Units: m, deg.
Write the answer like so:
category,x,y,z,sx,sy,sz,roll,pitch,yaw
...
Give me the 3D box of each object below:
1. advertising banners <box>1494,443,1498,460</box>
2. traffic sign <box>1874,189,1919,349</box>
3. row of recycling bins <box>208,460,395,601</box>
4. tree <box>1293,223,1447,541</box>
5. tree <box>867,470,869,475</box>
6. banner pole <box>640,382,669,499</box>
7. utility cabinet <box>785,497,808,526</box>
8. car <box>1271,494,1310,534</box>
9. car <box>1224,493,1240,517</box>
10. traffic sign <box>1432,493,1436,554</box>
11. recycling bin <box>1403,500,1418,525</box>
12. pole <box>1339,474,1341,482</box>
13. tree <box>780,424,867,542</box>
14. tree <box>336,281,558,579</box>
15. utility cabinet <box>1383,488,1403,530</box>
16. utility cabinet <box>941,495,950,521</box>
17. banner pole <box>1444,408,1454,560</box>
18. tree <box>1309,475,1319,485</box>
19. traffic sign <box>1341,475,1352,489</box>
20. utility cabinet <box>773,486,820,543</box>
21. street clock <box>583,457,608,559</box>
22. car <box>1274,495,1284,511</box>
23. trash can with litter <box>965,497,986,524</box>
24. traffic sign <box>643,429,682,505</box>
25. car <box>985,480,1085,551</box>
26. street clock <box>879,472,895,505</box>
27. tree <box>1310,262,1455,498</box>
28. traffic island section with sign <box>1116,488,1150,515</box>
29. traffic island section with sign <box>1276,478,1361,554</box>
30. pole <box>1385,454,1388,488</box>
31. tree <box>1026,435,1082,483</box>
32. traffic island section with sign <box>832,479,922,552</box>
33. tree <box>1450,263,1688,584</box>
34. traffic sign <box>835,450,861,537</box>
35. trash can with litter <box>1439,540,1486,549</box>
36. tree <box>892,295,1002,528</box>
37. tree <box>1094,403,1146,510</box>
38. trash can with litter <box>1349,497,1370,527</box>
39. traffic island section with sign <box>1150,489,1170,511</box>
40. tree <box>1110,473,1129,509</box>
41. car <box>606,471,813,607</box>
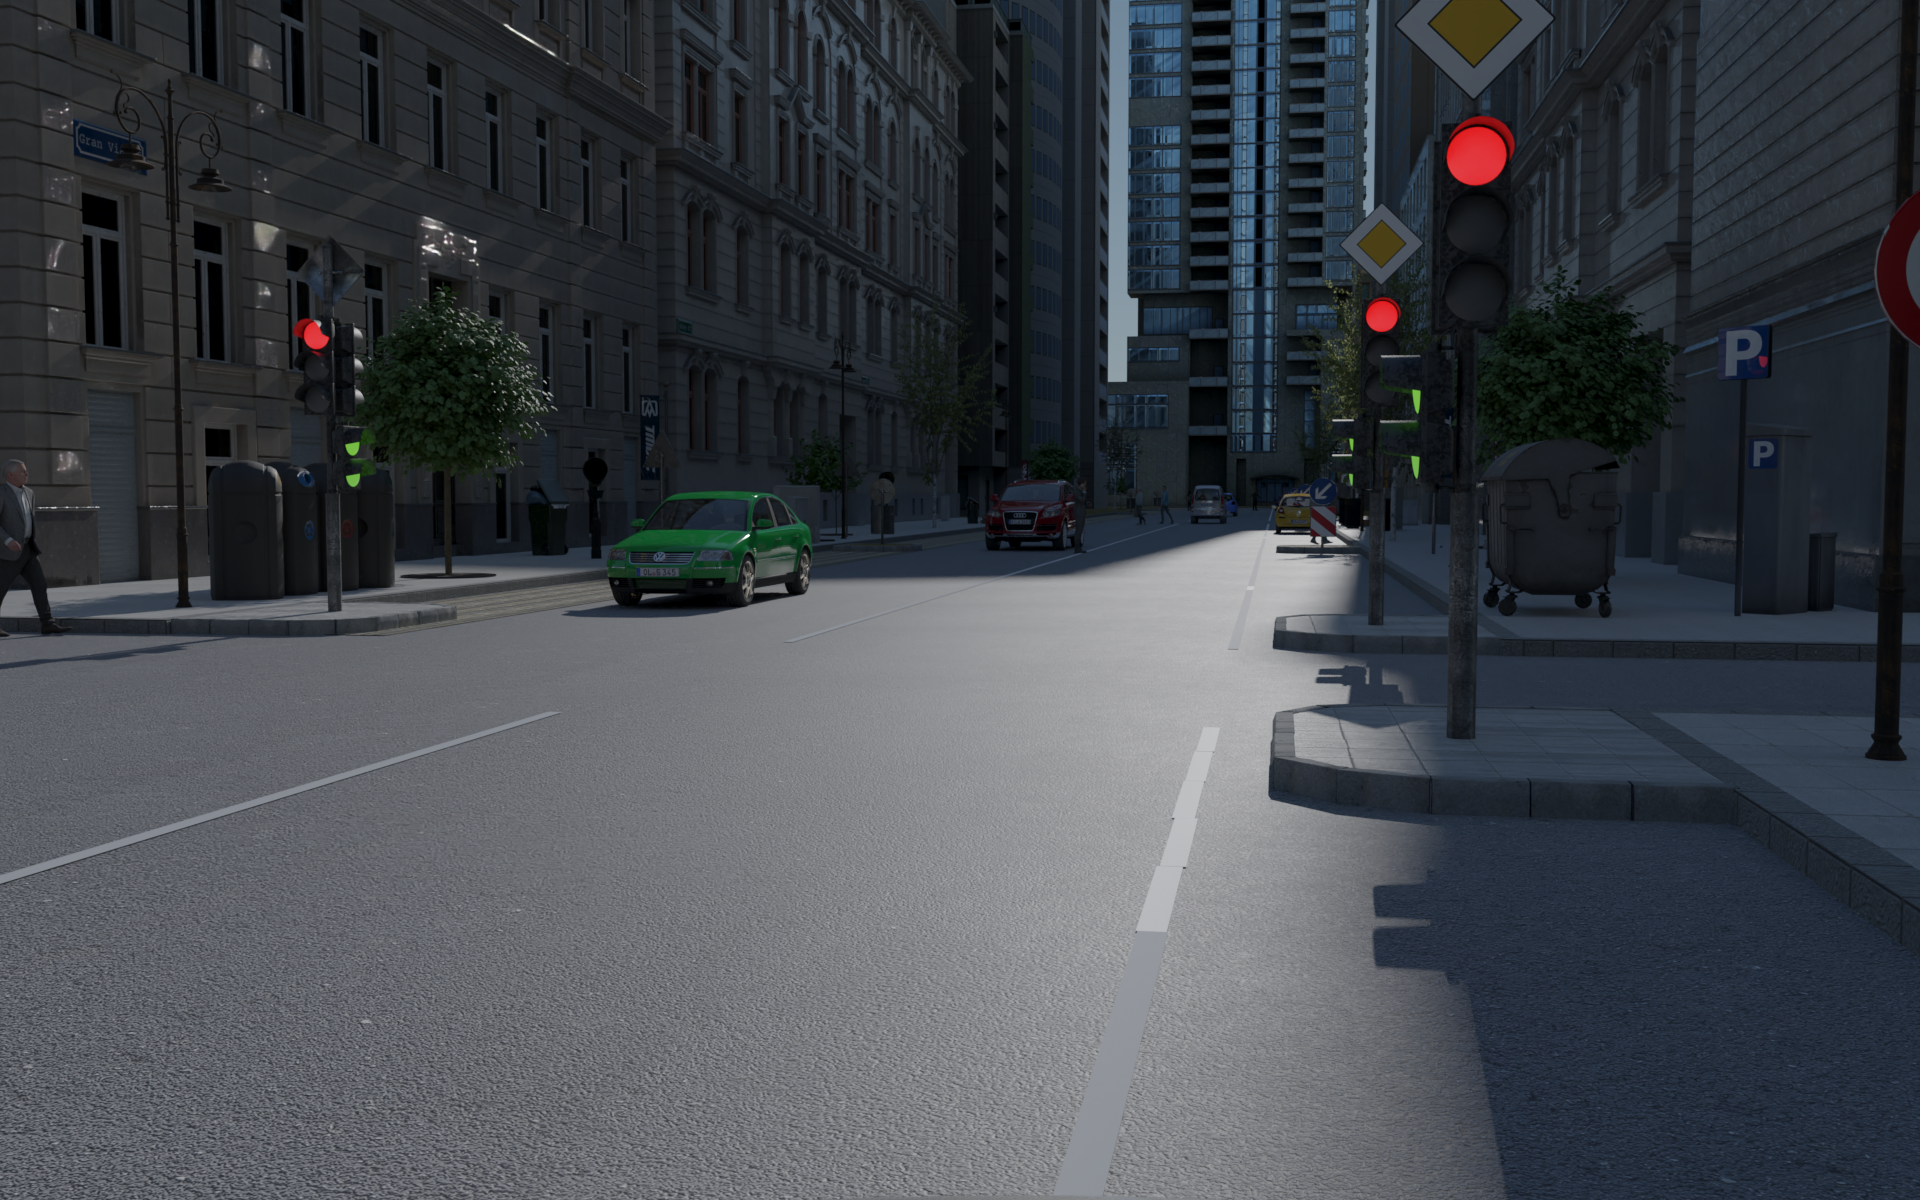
category,x,y,z,sx,sy,sz,roll,pitch,yaw
advertising banners,11.914,-2.565,38.124,0.090,3.025,2.074,1,4,9
traffic sign,3.990,-0.411,6.820,0.768,2.556,0.104,1,4,18
row of recycling bins,-8.518,-0.940,22.476,1.069,1.692,3.534,1,4,11
tree,11.707,-5.927,47.270,4.737,8.622,4.395,0,3,0
tree,-3.848,-3.600,53.469,1.663,3.219,1.824,0,3,0
banner pole,-6.745,-2.970,38.577,0.863,3.779,0.401,-2,4,-32
utility cabinet,-4.073,-1.970,43.365,0.306,1.237,1.020,1,4,12
car,12.487,-3.276,63.782,2.015,1.641,3.980,1,4,11
car,17.039,-6.248,111.749,1.945,1.707,3.694,1,4,11
traffic sign,10.110,-2.250,36.901,0.768,2.556,0.104,1,4,11
recycling bin,18.357,-3.577,71.045,0.722,1.027,0.722,0,4,0
pole,19.897,-5.904,90.379,0.158,3.312,0.155,0,3,0
tree,-3.830,-3.210,47.088,1.663,3.219,1.824,0,3,0
tree,-7.855,-2.631,26.735,4.285,4.588,4.351,0,3,0
utility cabinet,15.294,-3.235,61.575,1.173,1.500,0.318,-3,5,-44
utility cabinet,-0.700,-4.320,81.790,0.306,1.237,1.020,1,4,8
banner pole,9.615,-2.679,33.818,0.401,3.779,0.863,-2,4,-34
tree,32.247,-10.015,158.354,1.663,3.219,1.824,0,3,0
traffic sign,20.027,-5.353,89.653,0.606,2.300,0.079,1,4,11
utility cabinet,-4.236,-2.214,44.874,1.173,1.500,0.318,1,4,8
street clock,-7.223,-1.821,34.338,0.471,2.002,0.358,-1,4,-18
car,27.762,-8.269,147.775,1.945,1.354,3.894,1,4,9
trash can with litter,0.777,-3.875,74.751,1.055,1.170,0.624,-1,4,-10
traffic sign,-5.983,-2.125,34.754,0.884,2.594,0.081,1,4,20
car,2.028,-2.260,45.621,2.281,1.827,5.304,1,4,12
street clock,-2.359,-3.130,55.753,0.471,2.002,0.358,-2,4,-29
tree,13.281,-6.387,54.788,4.360,8.622,3.978,0,3,0
traffic island section with sign,11.842,-6.770,119.320,1.989,1.847,2.006,1,4,10
traffic island section with sign,8.761,-2.067,42.418,1.989,1.847,2.006,1,4,10
pole,20.798,-5.545,84.510,0.158,3.312,0.155,0,3,0
tree,5.003,-6.833,95.439,4.285,4.588,4.351,0,3,0
traffic island section with sign,-2.015,-2.138,43.586,1.989,1.847,2.006,1,4,10
tree,8.562,-2.517,24.860,4.285,4.588,4.351,0,3,0
traffic sign,-3.359,-3.139,51.330,0.884,2.594,0.081,1,4,14
trash can with litter,12.261,-1.839,41.120,1.678,1.210,2.233,1,4,16
tree,-0.759,-7.020,65.133,4.737,8.622,4.395,0,3,0
tree,12.664,-11.574,139.596,4.360,8.622,3.978,0,3,0
trash can with litter,15.782,-3.489,68.440,1.055,1.170,0.624,1,4,14
traffic island section with sign,16.689,-8.392,145.838,1.989,1.847,2.006,1,4,10
tree,13.549,-9.195,144.938,1.663,3.219,1.824,0,3,0
car,-3.309,-0.901,23.531,1.959,1.807,4.718,1,4,10
